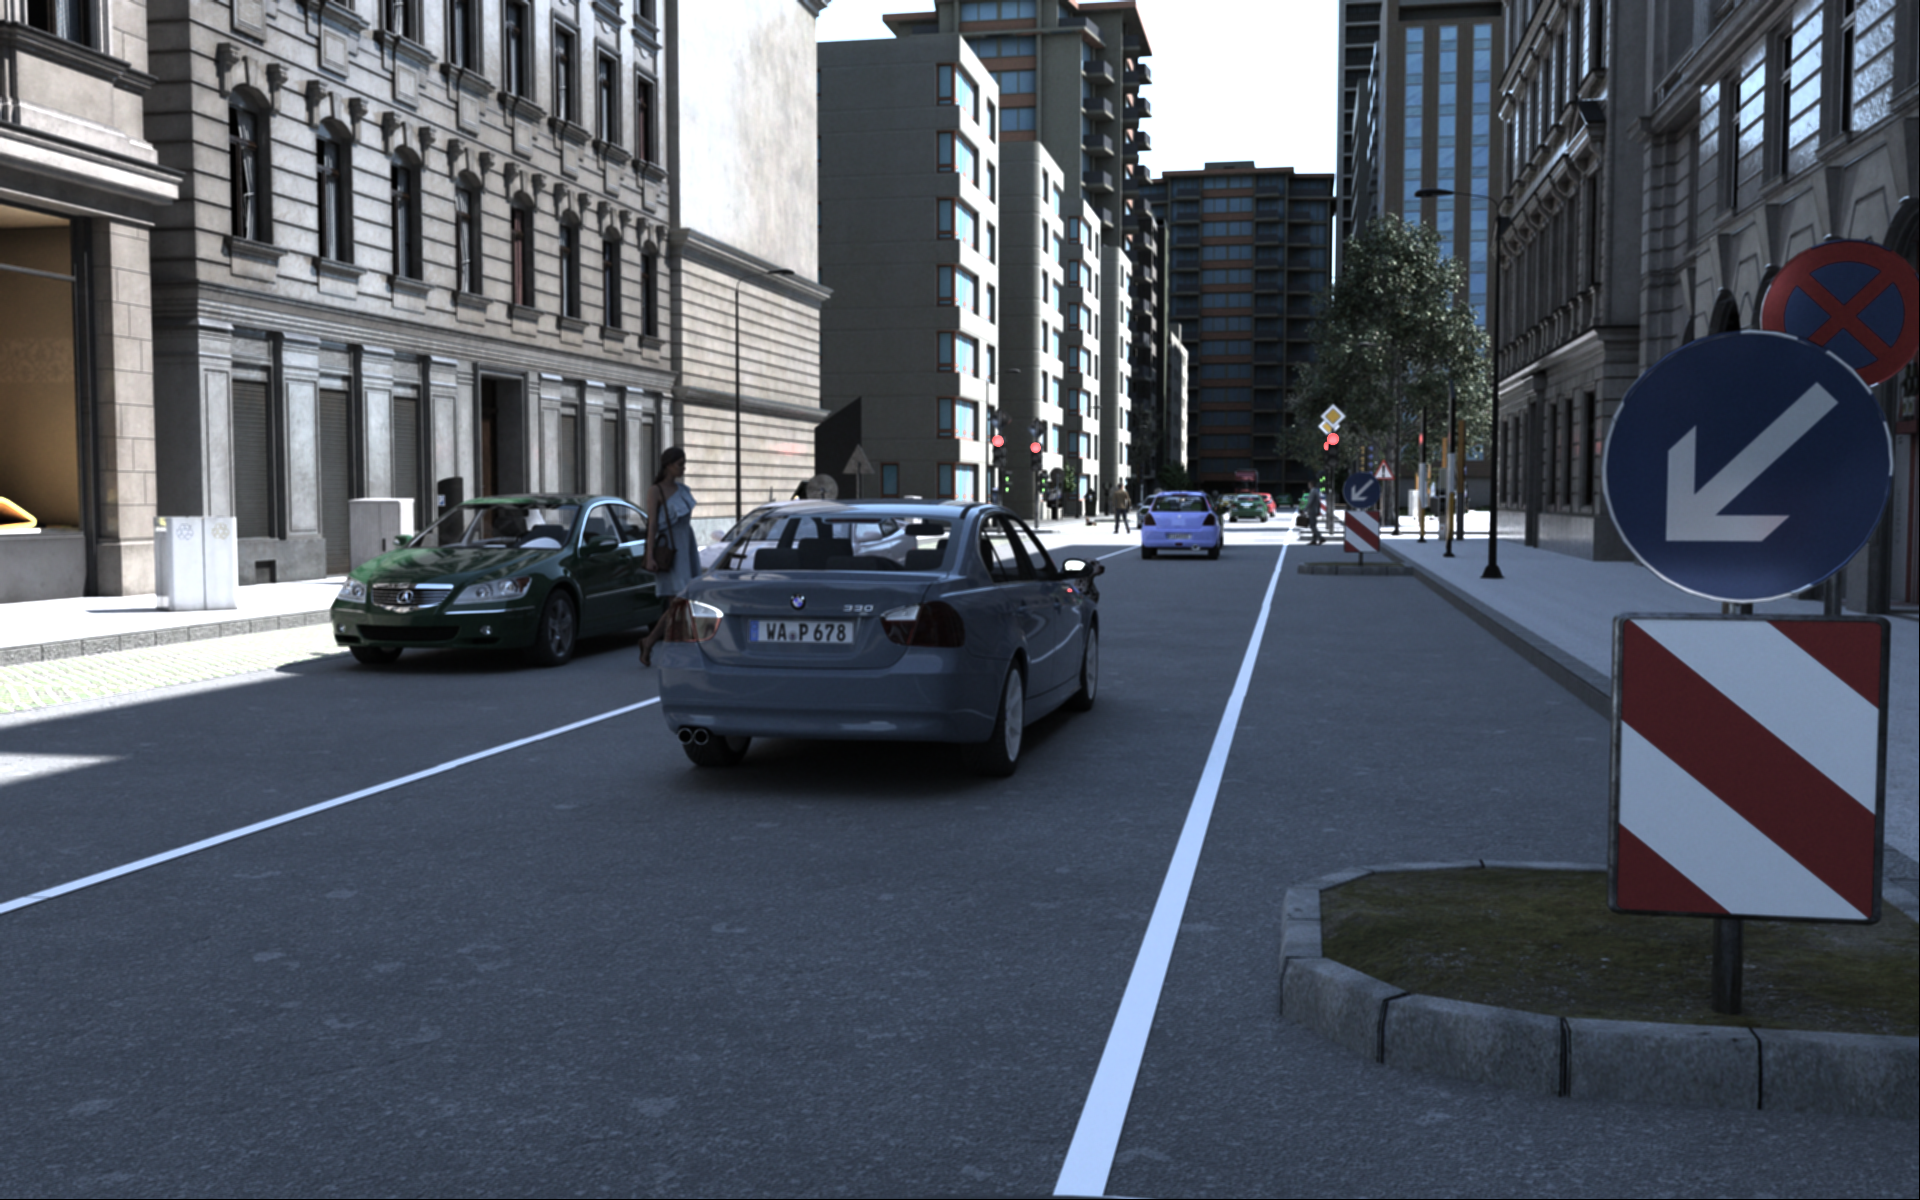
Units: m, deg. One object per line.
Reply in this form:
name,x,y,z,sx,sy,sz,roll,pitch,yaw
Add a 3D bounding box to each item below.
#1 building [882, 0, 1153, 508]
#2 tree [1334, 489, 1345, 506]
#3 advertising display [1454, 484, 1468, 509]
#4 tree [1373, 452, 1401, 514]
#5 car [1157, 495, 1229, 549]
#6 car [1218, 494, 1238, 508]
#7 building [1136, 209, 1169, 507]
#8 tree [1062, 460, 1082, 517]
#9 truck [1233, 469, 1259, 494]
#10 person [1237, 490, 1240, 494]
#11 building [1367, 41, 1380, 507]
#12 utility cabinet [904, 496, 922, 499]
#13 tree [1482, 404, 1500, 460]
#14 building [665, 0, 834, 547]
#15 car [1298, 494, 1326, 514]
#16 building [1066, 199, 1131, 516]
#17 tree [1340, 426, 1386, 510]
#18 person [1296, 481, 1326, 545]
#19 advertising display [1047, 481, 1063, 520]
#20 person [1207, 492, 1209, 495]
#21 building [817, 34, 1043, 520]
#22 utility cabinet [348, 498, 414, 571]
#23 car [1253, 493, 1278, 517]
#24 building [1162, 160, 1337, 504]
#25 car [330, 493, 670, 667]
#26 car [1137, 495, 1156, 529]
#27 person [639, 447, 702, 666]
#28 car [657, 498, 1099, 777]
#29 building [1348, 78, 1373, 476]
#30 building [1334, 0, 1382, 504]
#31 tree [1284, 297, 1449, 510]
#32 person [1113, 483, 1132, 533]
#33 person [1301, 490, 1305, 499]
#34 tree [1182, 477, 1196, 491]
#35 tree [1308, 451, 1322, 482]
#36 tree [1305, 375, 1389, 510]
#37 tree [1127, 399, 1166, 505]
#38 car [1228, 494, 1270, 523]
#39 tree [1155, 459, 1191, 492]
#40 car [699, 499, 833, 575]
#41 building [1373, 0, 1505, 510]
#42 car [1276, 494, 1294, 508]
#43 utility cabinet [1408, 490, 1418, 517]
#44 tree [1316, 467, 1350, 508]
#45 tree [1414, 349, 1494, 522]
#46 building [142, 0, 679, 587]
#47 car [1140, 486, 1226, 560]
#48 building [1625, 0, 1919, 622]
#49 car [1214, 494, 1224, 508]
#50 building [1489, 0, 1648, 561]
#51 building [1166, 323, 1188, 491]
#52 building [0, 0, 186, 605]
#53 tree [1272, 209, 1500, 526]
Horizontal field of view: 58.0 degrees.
building,5.424,-30.585,154.683,22.147,44.769,28.867,1,4,11
tree,41.351,-11.840,188.189,1.663,3.219,1.824,0,3,0
advertising display,33.471,-6.770,115.897,0.974,1.923,0.123,2,4,34
tree,19.320,-5.184,79.353,1.663,3.219,1.824,0,3,0
car,6.181,-2.137,46.743,2.131,1.459,4.920,1,4,10
car,21.965,-7.965,140.447,2.015,1.641,3.980,1,4,12
building,13.471,-24.691,175.396,14.160,30.474,14.107,1,4,11
tree,6.077,-6.236,96.559,1.663,3.219,1.824,0,3,0
truck,32.494,-12.688,196.361,2.839,4.237,11.283,1,4,11
person,28.192,-10.182,175.115,0.705,1.807,1.348,0,4,1
building,50.700,-33.440,166.357,23.786,49.044,30.456,1,4,11
utility cabinet,-1.417,-2.540,52.690,0.306,1.237,1.020,1,4,13
tree,36.323,-10.150,116.319,4.360,8.622,3.978,0,3,0
building,-21.746,-14.119,49.935,34.723,24.649,14.460,1,4,11
car,25.300,-7.073,124.447,1.959,1.807,4.718,1,4,11
building,-3.548,-16.718,118.377,27.650,21.520,28.899,1,4,11
tree,25.091,-9.630,107.813,4.360,8.622,3.978,0,3,0
person,9.947,-2.463,48.896,0.853,1.813,0.709,2,4,24
advertising display,4.761,-4.994,86.869,0.974,1.923,0.123,3,5,42
person,31.194,-12.795,218.426,0.721,1.735,1.217,-1,4,-23
building,-10.780,-14.509,82.262,27.650,21.520,28.899,1,4,11
utility cabinet,-8.330,-0.842,24.936,1.020,1.237,0.306,2,4,29
car,18.861,-6.098,108.746,2.155,1.783,4.494,1,4,13
building,35.055,-35.230,230.630,28.867,44.769,22.147,1,4,11
car,-3.927,-0.257,15.994,2.131,1.459,4.920,1,4,11
car,8.414,-3.675,72.090,2.014,1.417,4.499,1,4,12
person,-2.371,-0.332,14.018,0.778,1.811,0.616,2,4,35
car,-0.284,0.110,10.208,2.014,1.417,4.499,1,4,13
building,54.501,-34.765,192.114,21.300,48.544,21.600,1,4,11
building,59.571,-48.198,226.285,20.611,71.187,20.563,1,4,11
tree,23.512,-11.417,97.036,12.009,13.543,11.850,0,3,0
person,5.917,-3.345,63.102,0.656,1.842,0.836,-2,4,-35
person,29.954,-8.691,151.143,0.434,1.755,0.990,2,4,27
tree,25.266,-11.908,189.289,1.663,3.219,1.824,0,3,0
tree,44.582,-15.920,210.646,4.737,8.622,4.395,0,3,0
tree,30.884,-12.828,135.495,9.928,11.665,9.643,0,3,0
tree,13.886,-11.245,134.223,4.360,8.622,3.978,0,3,0
car,14.791,-4.704,88.707,2.131,1.459,4.920,1,4,12
tree,19.787,-10.815,160.538,4.285,4.588,4.351,0,3,0
car,-1.779,-0.503,20.587,2.083,1.381,4.827,1,4,13
building,42.314,-30.279,145.173,14.600,45.320,14.200,1,4,11
car,34.702,-10.778,185.020,1.959,1.807,4.718,1,4,12
utility cabinet,25.316,-5.354,96.218,0.318,1.500,1.173,3,5,40
tree,35.646,-11.135,165.769,4.285,4.588,4.351,0,3,0
tree,22.947,-7.922,79.888,4.737,8.622,4.395,0,3,0
building,-12.976,-11.197,32.219,9.793,20.994,18.267,1,4,11
car,5.031,-1.812,39.220,1.945,1.707,3.694,1,4,9
building,15.739,-10.794,18.287,13.314,21.916,24.055,1,4,11
car,24.470,-9.019,159.256,2.131,1.459,4.920,1,4,12
building,18.465,-10.755,40.473,10.561,19.102,19.286,1,4,11
building,10.810,-21.701,199.856,28.899,21.520,27.650,1,4,11
building,-18.424,-9.317,3.245,10.553,20.767,40.483,1,4,11
tree,17.512,-9.355,69.956,9.611,12.733,9.660,0,3,0
